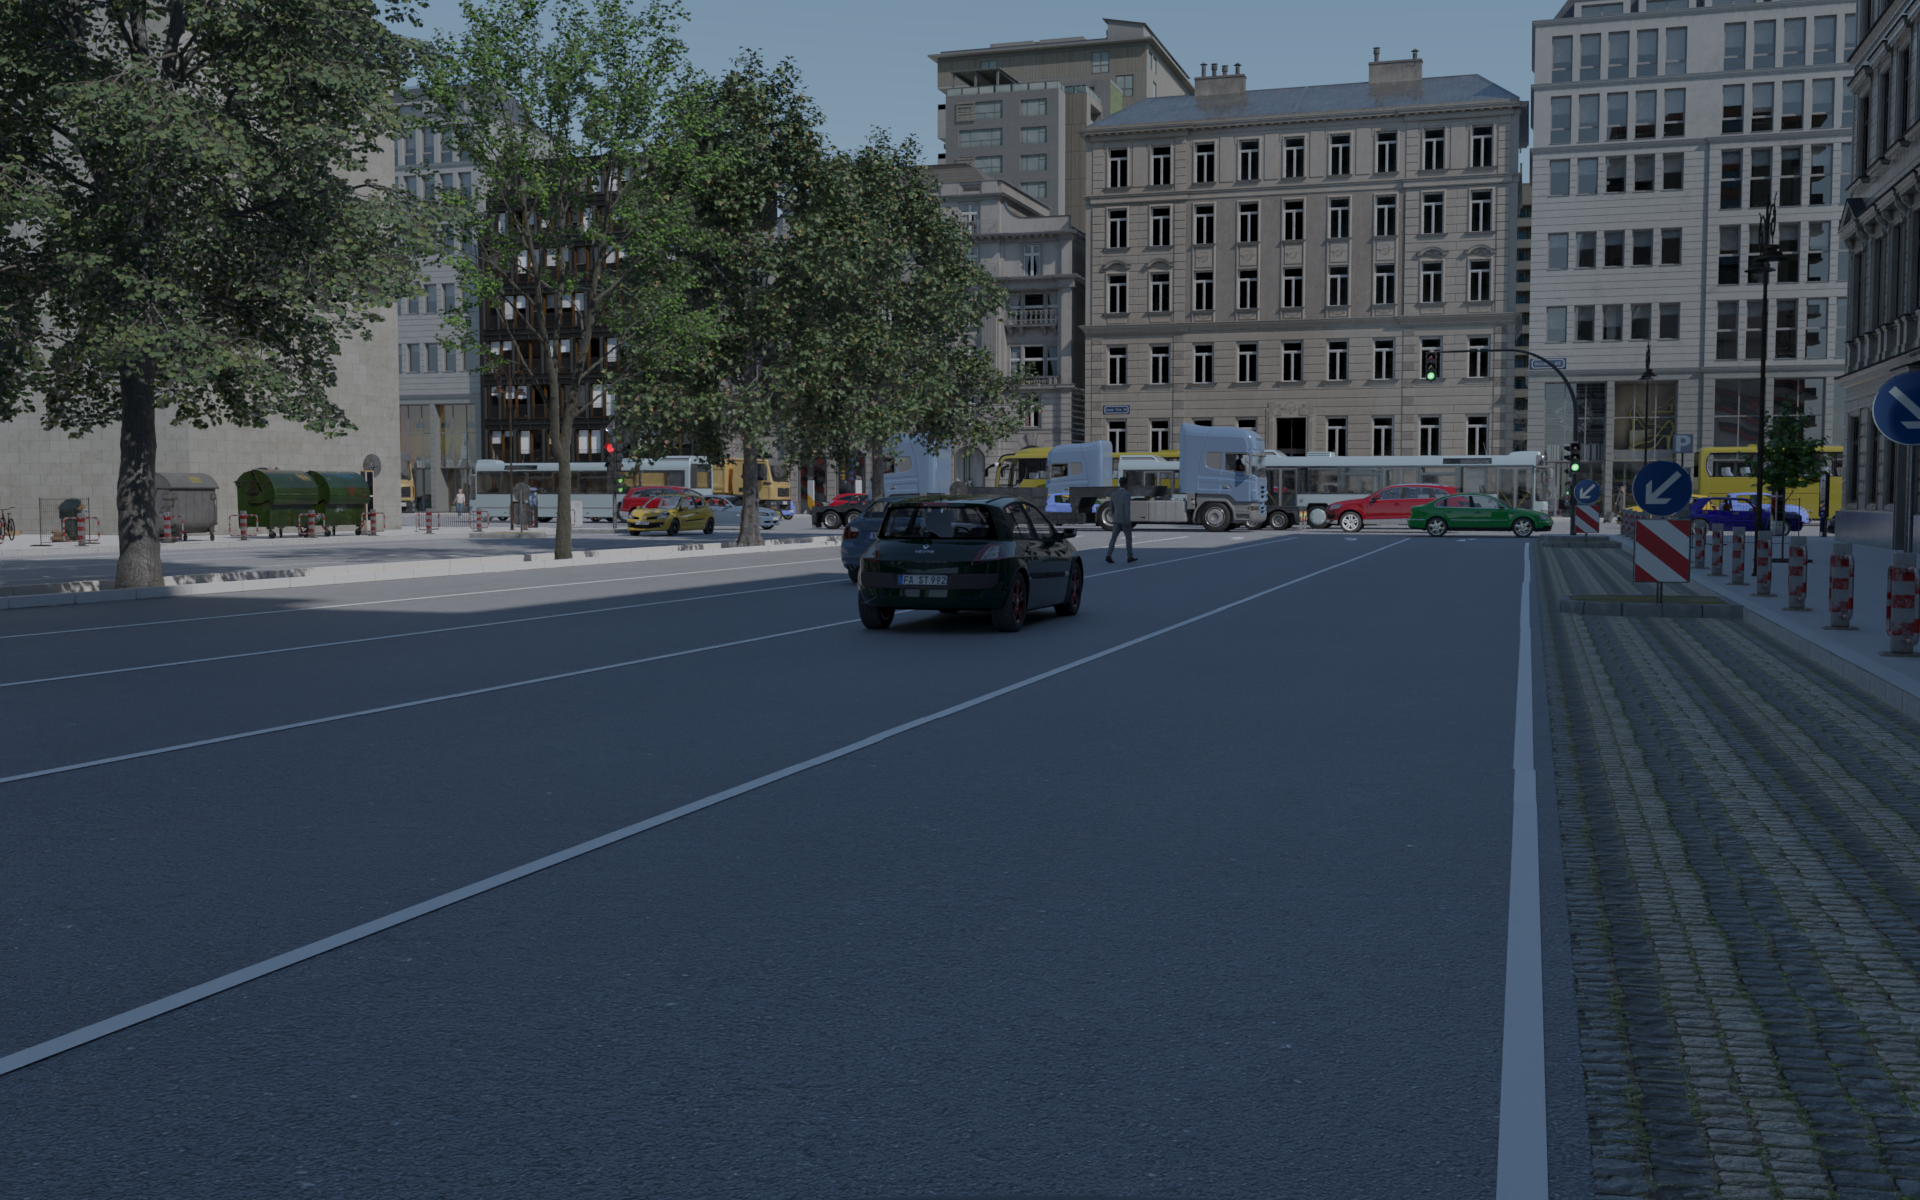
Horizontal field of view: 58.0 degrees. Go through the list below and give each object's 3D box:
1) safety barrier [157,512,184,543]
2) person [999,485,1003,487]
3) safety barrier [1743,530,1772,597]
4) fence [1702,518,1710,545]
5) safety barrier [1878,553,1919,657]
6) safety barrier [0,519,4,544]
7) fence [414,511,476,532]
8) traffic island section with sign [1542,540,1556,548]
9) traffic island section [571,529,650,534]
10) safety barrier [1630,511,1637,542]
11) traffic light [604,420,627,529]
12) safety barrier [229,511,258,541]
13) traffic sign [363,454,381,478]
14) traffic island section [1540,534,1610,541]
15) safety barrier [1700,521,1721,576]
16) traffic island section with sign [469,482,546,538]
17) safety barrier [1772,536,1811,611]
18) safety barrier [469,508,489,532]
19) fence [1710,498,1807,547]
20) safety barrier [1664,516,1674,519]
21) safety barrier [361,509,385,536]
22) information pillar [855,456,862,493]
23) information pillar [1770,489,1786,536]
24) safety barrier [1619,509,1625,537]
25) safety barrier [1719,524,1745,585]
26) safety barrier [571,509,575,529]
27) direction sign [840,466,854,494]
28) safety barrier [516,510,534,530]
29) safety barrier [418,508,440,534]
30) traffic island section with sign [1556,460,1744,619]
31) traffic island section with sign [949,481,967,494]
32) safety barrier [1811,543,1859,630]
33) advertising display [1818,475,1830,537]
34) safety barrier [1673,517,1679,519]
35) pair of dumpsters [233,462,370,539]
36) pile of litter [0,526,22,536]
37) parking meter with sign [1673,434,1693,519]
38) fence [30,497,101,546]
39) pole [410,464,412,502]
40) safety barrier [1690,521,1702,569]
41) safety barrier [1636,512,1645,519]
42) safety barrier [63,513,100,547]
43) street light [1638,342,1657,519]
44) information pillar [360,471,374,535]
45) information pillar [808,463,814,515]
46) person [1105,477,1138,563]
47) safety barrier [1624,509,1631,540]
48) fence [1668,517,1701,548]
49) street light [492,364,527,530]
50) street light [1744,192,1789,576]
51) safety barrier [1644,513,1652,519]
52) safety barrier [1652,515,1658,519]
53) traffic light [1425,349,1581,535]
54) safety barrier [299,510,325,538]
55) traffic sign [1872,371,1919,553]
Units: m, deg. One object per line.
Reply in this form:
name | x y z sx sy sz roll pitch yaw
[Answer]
safety barrier | -20.618 -1.883 45.058 0.300 0.817 1.120 1 4 18
person | 2.008 -4.438 80.979 0.836 1.842 0.656 -3 5 -45
safety barrier | 10.102 -0.457 21.753 0.300 0.817 1.120 1 4 18
fence | 18.876 -1.812 45.009 0.278 0.683 2.069 0 4 -5
safety barrier | 7.457 0.035 13.696 0.300 0.817 1.120 1 4 18
safety barrier | -22.381 -1.554 39.685 0.300 0.817 1.120 1 4 18
fence | -17.672 -2.696 59.455 2.069 0.683 0.278 -2 4 -32
traffic island section with sign | 16.723 -2.322 46.585 1.989 1.847 2.006 1 4 18
traffic island section | -12.811 -2.565 64.221 2.009 0.180 2.903 1 4 18
safety barrier | 18.006 -1.932 45.865 0.300 0.817 1.120 1 4 18
traffic light | -12.776 -4.597 64.075 0.839 4.253 0.868 1 4 18
safety barrier | -19.742 -2.046 47.731 0.300 0.817 1.120 1 4 18
traffic sign | -18.623 -3.347 54.823 0.768 2.556 0.104 2 4 26
traffic island section | 19.065 -1.928 53.804 2.009 0.180 2.903 1 4 18
safety barrier | 11.860 -0.785 27.117 0.300 0.817 1.120 1 4 18
traffic island section with sign | -14.777 -2.967 57.136 1.989 1.847 2.006 1 4 18
safety barrier | 9.226 -0.294 19.080 0.300 0.817 1.120 1 4 18
safety barrier | -16.231 -2.702 58.454 0.300 0.817 1.120 1 4 18
fence | 19.551 -1.909 42.409 0.480 1.192 2.264 -2 4 -33
safety barrier | 14.497 -1.277 35.156 0.300 0.817 1.120 1 4 18
safety barrier | -17.985 -2.374 53.093 0.300 0.817 1.120 1 4 18
information pillar | -6.054 -6.832 103.052 0.183 3.616 0.504 3 5 42
information pillar | 24.963 -2.957 52.843 0.304 2.012 0.304 0 4 -6
safety barrier | 19.757 -2.259 51.212 0.300 0.817 1.120 1 4 18
safety barrier | 10.979 -0.621 24.429 0.300 0.817 1.120 1 4 18
safety barrier | -14.472 -3.029 63.798 0.300 0.817 1.120 1 4 18
direction sign | -6.878 -6.933 105.359 0.876 3.537 0.379 -1 4 -15
safety barrier | -15.351 -2.865 61.125 0.300 0.817 1.120 1 4 18
safety barrier | -17.104 -2.538 55.775 0.300 0.817 1.120 1 4 18
traffic island section with sign | 8.322 -0.755 20.968 1.989 1.847 2.006 1 4 18
traffic island section with sign | -0.256 -3.195 60.369 2.006 1.907 1.989 1 4 18
safety barrier | 8.342 -0.130 16.395 0.300 0.817 1.120 1 4 18
advertising display | 25.788 -2.843 51.692 0.123 1.923 0.974 1 4 17
safety barrier | 13.617 -1.113 32.478 0.300 0.817 1.120 1 4 18
pair of dumpsters | -19.524 -2.994 51.445 1.574 2.255 4.437 1 4 18
pile of litter | -29.677 -2.422 53.567 1.176 0.858 1.719 -1 4 -22
parking meter with sign | 20.657 -3.261 49.585 0.543 3.016 1.738 1 4 23
fence | -22.476 -1.976 43.509 0.480 1.192 2.264 0 4 4
pole | -36.795 -7.468 115.938 0.158 3.312 0.155 0 3 0
safety barrier | 12.736 -0.950 29.801 0.300 0.817 1.120 1 4 18
safety barrier | 17.127 -1.769 43.193 0.300 0.817 1.120 1 4 18
safety barrier | -21.495 -1.719 42.376 0.300 0.817 1.120 1 4 18
street light | 20.882 -4.889 52.717 0.468 5.910 1.993 1 4 18
information pillar | -18.577 -3.046 54.290 0.304 2.012 0.304 2 4 34
information pillar | -9.016 -6.943 104.872 0.504 3.616 0.183 3 5 39
person | 3.350 -1.667 36.033 0.850 1.792 0.678 -3 5 -44
safety barrier | 18.882 -2.096 48.538 0.300 0.817 1.120 1 4 18
fence | 17.336 -1.621 41.882 0.278 0.683 2.069 0 4 2
street light | -15.867 -5.406 61.181 0.468 5.910 1.993 1 4 18
street light | 12.453 -3.308 26.873 0.468 5.910 1.993 1 4 18
safety barrier | 16.250 -1.605 40.512 0.300 0.817 1.120 1 4 18
safety barrier | 15.374 -1.441 37.838 0.300 0.817 1.120 1 4 18
traffic light | 17.015 -4.865 54.214 4.771 5.953 1.251 1 4 18
safety barrier | -18.863 -2.210 50.406 0.300 0.817 1.120 1 4 18
traffic sign | 9.919 -1.099 18.080 0.768 2.556 0.104 1 4 22
